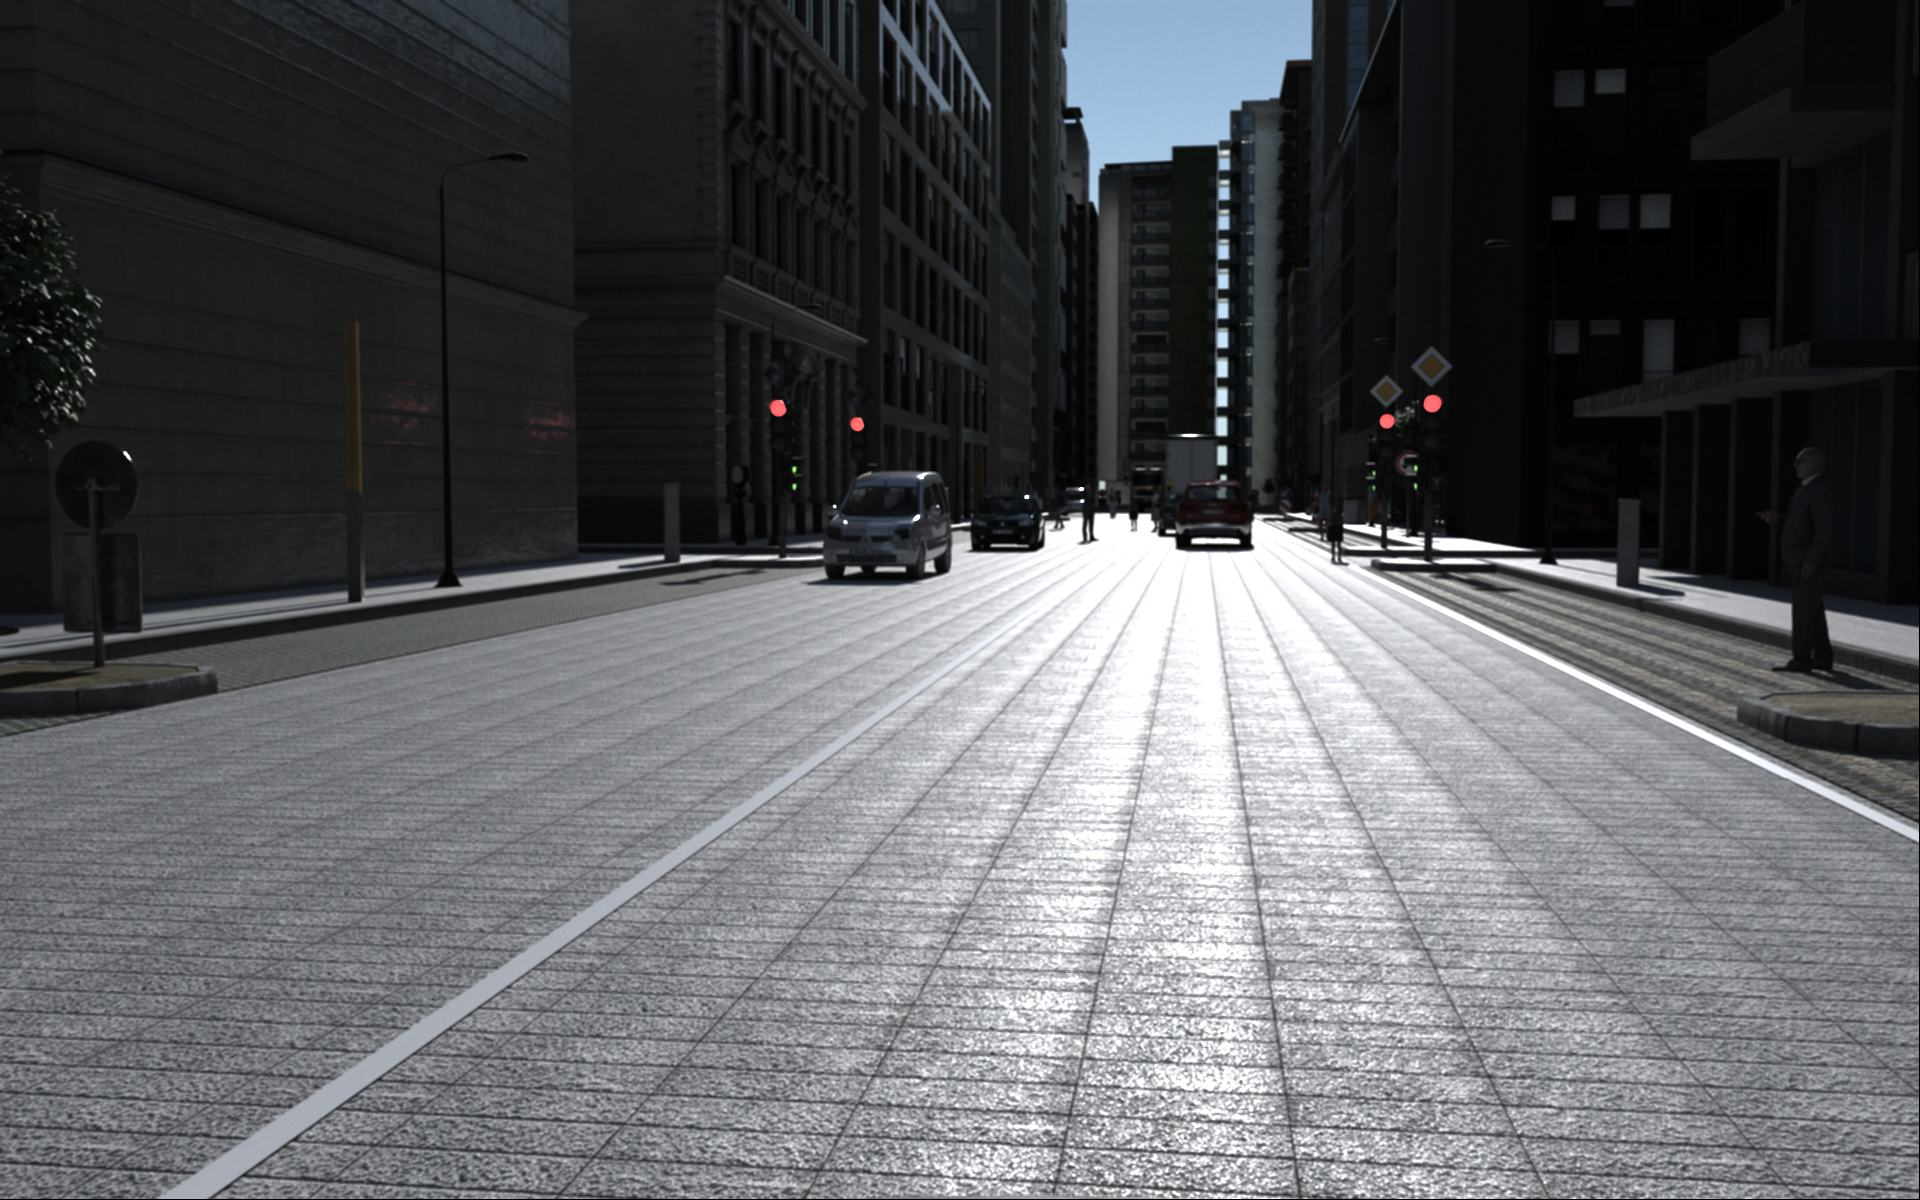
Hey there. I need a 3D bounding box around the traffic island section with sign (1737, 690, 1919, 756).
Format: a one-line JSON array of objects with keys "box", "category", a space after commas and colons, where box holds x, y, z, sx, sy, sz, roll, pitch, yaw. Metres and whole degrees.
[{"box": [5.789, -0.098, 10.228, 1.989, 1.847, 2.006, 0, 4, 8], "category": "traffic island section with sign"}]

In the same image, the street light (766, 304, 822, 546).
[{"box": [-4.069, -4.287, 42.637, 1.470, 5.913, 1.316, 0, 4, 8], "category": "street light"}]

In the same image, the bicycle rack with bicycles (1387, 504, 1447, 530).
[{"box": [16.921, -3.058, 63.373, 2.925, 0.926, 2.852, -1, 4, -18], "category": "bicycle rack with bicycles"}]

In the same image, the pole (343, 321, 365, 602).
[{"box": [-7.201, -1.635, 20.570, 0.158, 3.312, 0.155, 0, 3, 0], "category": "pole"}]

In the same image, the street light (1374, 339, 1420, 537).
[{"box": [13.093, -4.856, 51.944, 1.470, 5.913, 1.316, 0, 4, 8], "category": "street light"}]

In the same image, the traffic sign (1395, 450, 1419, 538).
[{"box": [13.053, -3.078, 50.424, 0.768, 2.556, 0.104, 1, 4, 11], "category": "traffic sign"}]

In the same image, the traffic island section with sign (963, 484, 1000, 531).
[{"box": [1.223, -3.569, 66.989, 1.989, 1.847, 2.006, 0, 4, 8], "category": "traffic island section with sign"}]

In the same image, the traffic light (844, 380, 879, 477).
[{"box": [-2.443, -3.278, 42.522, 0.839, 4.253, 0.868, 0, 4, 8], "category": "traffic light"}]

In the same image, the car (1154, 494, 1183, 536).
[{"box": [7.927, -3.023, 61.216, 2.131, 1.459, 4.920, 0, 4, 6], "category": "car"}]

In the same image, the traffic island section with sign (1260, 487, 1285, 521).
[{"box": [17.193, -5.121, 92.357, 1.989, 1.847, 2.006, 0, 4, 8], "category": "traffic island section with sign"}]

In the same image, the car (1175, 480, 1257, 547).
[{"box": [7.088, -2.413, 48.128, 2.281, 1.827, 5.304, 1, 4, 10], "category": "car"}]

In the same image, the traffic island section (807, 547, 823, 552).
[{"box": [-2.481, -1.247, 42.662, 2.009, 0.180, 2.903, 0, 4, 8], "category": "traffic island section"}]

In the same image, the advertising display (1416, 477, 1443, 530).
[{"box": [16.649, -3.449, 61.600, 0.974, 1.923, 0.123, 1, 4, 21], "category": "advertising display"}]

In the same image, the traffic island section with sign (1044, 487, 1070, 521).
[{"box": [4.933, -5.204, 93.718, 1.989, 1.847, 2.006, 0, 4, 8], "category": "traffic island section with sign"}]

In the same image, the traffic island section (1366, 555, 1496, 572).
[{"box": [8.943, -0.657, 33.018, 2.009, 0.180, 2.903, 0, 4, 8], "category": "traffic island section"}]

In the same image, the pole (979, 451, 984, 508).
[{"box": [1.009, -5.378, 81.778, 0.158, 3.312, 0.155, 0, 3, 0], "category": "pole"}]

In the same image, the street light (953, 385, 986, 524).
[{"box": [0.406, -6.192, 73.782, 1.470, 5.913, 1.316, 0, 4, 8], "category": "street light"}]

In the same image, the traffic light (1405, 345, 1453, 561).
[{"box": [8.905, -2.690, 32.909, 0.839, 4.253, 0.868, 0, 4, 8], "category": "traffic light"}]

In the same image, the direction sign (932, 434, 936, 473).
[{"box": [-0.981, -4.532, 66.097, 0.379, 3.537, 0.876, 0, 4, -8], "category": "direction sign"}]

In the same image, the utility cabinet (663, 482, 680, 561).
[{"box": [-5.513, -1.493, 33.085, 0.318, 1.500, 1.173, -1, 4, -9], "category": "utility cabinet"}]

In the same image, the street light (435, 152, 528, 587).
[{"box": [-6.559, -3.134, 23.777, 1.470, 5.913, 1.316, 0, 4, 8], "category": "street light"}]

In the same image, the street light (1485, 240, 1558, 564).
[{"box": [10.299, -3.624, 31.796, 1.470, 5.913, 1.316, 0, 4, 8], "category": "street light"}]

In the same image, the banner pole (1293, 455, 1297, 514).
[{"box": [21.512, -7.414, 111.231, 0.401, 3.779, 0.863, 0, 4, -7], "category": "banner pole"}]

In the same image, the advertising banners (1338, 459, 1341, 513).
[{"box": [16.774, -4.917, 76.577, 0.090, 3.025, 2.074, 1, 4, 10], "category": "advertising banners"}]

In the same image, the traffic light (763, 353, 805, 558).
[{"box": [-3.540, -2.795, 34.612, 0.839, 4.253, 0.868, 0, 4, 8], "category": "traffic light"}]

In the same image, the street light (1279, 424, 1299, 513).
[{"box": [21.741, -8.681, 114.470, 1.470, 5.913, 1.316, 0, 4, 8], "category": "street light"}]

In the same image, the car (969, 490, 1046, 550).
[{"box": [1.288, -2.187, 45.542, 2.009, 1.686, 4.222, 0, 4, 6], "category": "car"}]

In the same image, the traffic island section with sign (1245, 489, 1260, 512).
[{"box": [24.029, -8.143, 141.760, 1.989, 1.847, 2.006, 0, 4, 8], "category": "traffic island section with sign"}]

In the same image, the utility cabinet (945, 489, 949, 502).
[{"box": [-0.932, -3.687, 68.965, 0.318, 1.500, 1.173, 3, 4, 36], "category": "utility cabinet"}]

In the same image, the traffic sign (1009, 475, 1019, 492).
[{"box": [2.948, -5.659, 94.651, 0.606, 2.300, 0.079, 1, 4, 15], "category": "traffic sign"}]

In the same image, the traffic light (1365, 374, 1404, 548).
[{"box": [10.002, -3.174, 40.819, 0.839, 4.253, 0.868, 0, 4, 8], "category": "traffic light"}]

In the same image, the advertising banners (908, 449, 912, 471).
[{"box": [-2.112, -4.309, 66.644, 0.090, 3.025, 2.074, 1, 4, 14], "category": "advertising banners"}]

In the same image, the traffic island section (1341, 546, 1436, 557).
[{"box": [10.040, -1.140, 40.927, 2.009, 0.180, 2.903, 0, 4, 8], "category": "traffic island section"}]

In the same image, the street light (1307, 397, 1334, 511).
[{"box": [17.336, -6.763, 83.122, 1.470, 5.913, 1.316, 0, 4, 8], "category": "street light"}]

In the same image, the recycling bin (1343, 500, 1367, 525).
[{"box": [16.721, -3.715, 73.294, 0.722, 1.027, 0.722, -3, 5, -41], "category": "recycling bin"}]

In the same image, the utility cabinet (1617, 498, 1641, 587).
[{"box": [9.459, -0.814, 24.469, 0.306, 1.237, 1.020, 1, 4, 22], "category": "utility cabinet"}]

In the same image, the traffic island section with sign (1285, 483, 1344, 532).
[{"box": [13.463, -3.482, 65.554, 1.989, 1.847, 2.006, 0, 4, 8], "category": "traffic island section with sign"}]

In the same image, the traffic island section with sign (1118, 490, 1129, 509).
[{"box": [15.698, -9.954, 171.375, 1.989, 1.847, 2.006, 0, 4, 8], "category": "traffic island section with sign"}]

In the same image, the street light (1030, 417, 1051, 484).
[{"box": [4.805, -8.098, 104.938, 1.470, 5.913, 1.316, 0, 4, 8], "category": "street light"}]

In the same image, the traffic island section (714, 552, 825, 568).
[{"box": [-3.578, -0.763, 34.752, 2.009, 0.180, 2.903, 0, 4, 8], "category": "traffic island section"}]

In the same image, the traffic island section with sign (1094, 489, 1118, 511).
[{"box": [11.908, -8.281, 144.018, 1.989, 1.847, 2.006, 0, 4, 8], "category": "traffic island section with sign"}]

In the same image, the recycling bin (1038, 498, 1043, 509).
[{"box": [5.114, -6.394, 117.088, 0.722, 1.027, 0.722, -2, 4, -28], "category": "recycling bin"}]

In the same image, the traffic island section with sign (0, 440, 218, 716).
[{"box": [-6.388, -0.212, 12.094, 1.989, 1.847, 2.006, 0, 4, 8], "category": "traffic island section with sign"}]
